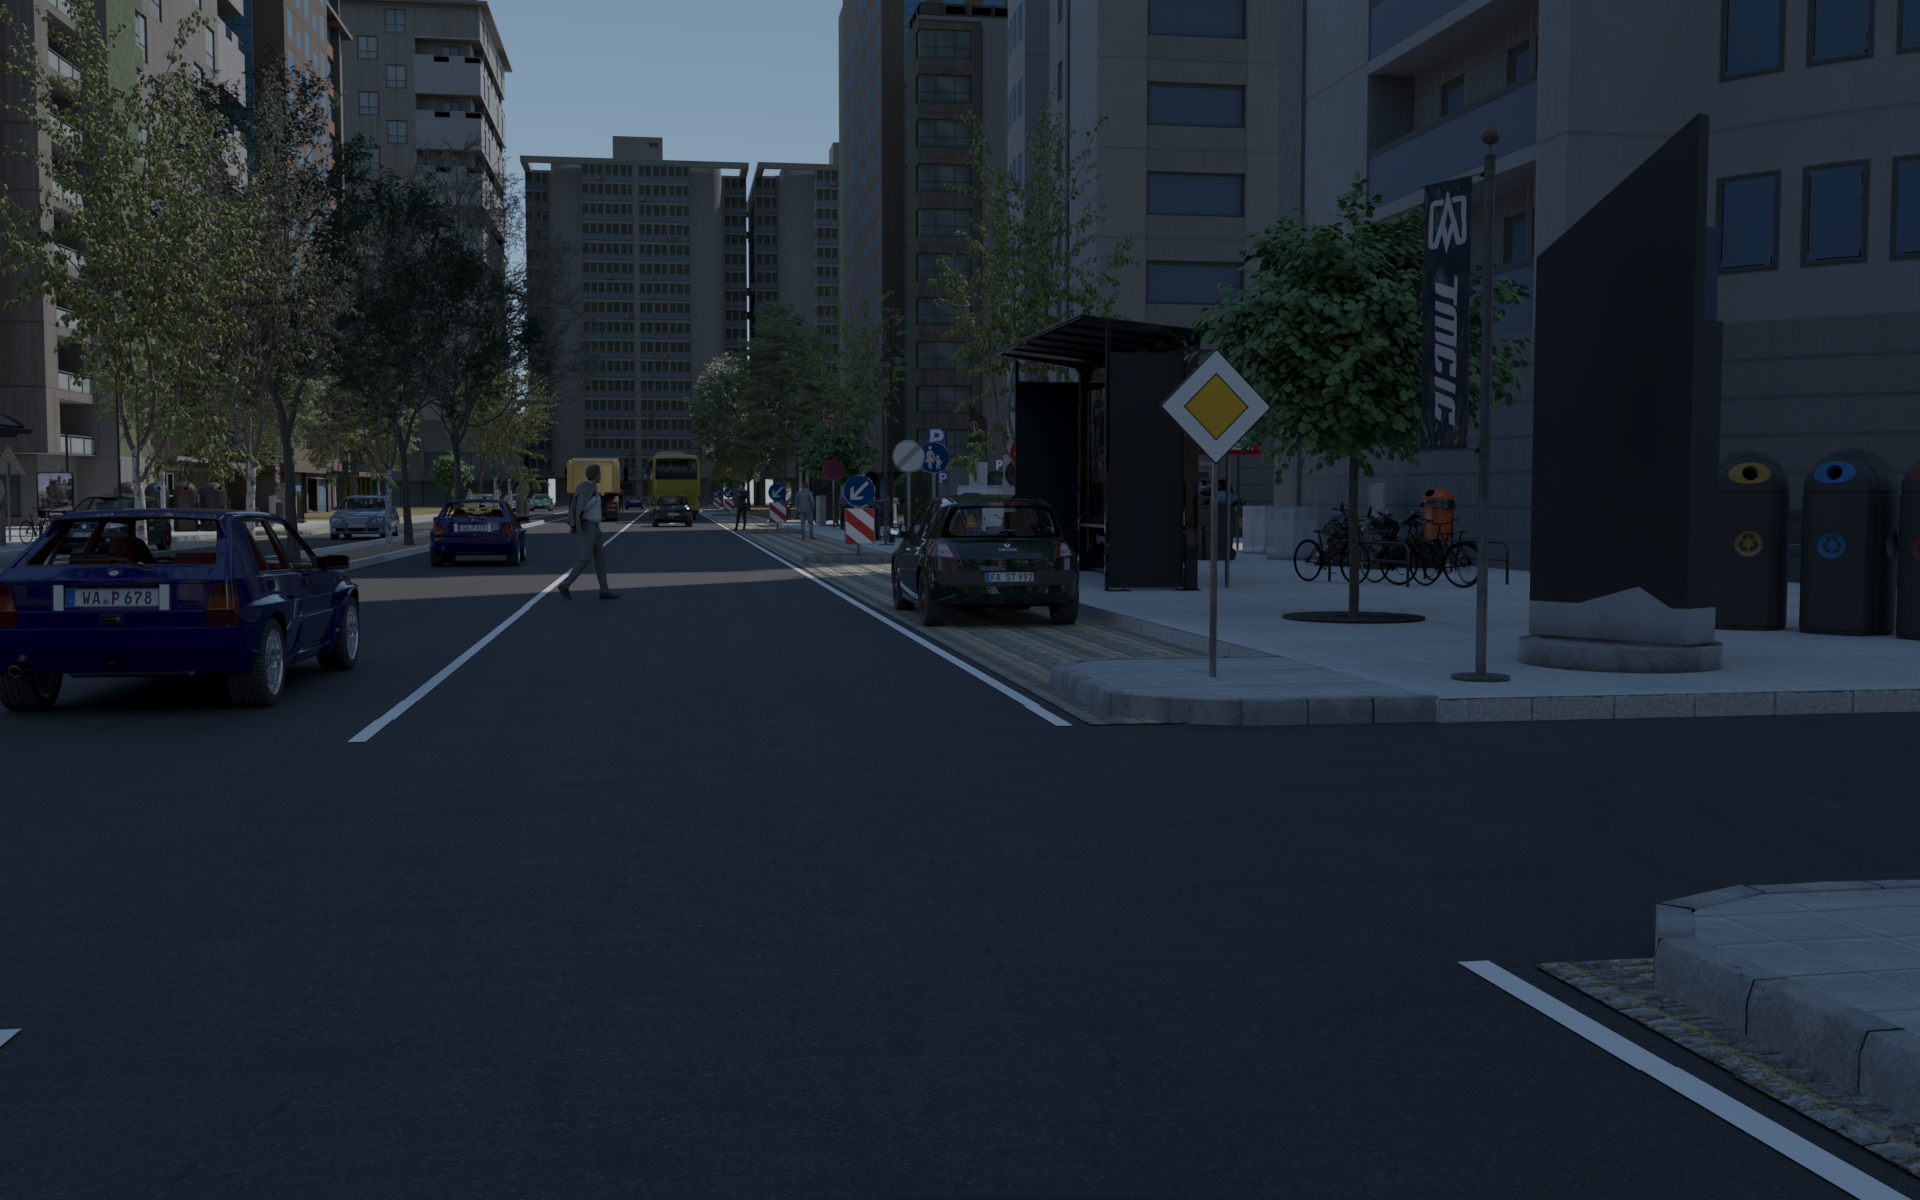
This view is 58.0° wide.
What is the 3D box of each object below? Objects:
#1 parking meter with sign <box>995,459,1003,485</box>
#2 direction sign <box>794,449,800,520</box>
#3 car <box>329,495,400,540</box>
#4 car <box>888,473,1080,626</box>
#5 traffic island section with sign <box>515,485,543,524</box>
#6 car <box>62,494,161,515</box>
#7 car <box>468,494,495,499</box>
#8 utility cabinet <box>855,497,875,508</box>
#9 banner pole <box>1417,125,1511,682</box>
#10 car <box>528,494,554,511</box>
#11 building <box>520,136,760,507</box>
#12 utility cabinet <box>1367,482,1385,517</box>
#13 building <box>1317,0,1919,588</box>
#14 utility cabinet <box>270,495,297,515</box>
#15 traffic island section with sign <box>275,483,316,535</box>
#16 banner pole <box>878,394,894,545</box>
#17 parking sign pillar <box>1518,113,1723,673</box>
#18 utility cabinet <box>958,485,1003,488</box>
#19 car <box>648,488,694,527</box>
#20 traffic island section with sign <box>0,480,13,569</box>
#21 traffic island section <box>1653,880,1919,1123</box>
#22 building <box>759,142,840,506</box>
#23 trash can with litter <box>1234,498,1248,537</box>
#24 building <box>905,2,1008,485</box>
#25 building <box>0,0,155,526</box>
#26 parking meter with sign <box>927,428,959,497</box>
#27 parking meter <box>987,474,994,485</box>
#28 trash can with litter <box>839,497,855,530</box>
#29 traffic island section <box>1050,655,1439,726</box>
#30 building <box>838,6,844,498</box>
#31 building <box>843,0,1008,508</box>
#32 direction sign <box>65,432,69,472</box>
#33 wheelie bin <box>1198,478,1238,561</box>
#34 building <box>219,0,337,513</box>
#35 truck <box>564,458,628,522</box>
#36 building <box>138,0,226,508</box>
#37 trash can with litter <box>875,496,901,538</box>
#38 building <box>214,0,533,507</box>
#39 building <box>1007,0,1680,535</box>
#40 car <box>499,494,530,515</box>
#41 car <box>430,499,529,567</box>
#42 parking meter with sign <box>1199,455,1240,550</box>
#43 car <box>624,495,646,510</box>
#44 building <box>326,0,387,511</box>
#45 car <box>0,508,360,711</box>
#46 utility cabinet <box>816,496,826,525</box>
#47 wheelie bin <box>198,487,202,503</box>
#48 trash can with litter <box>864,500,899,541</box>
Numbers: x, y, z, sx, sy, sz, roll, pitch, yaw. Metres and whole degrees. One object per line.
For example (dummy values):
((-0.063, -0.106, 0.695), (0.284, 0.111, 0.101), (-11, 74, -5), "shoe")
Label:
((2.501, -5.610, 87.991), (0.543, 3.016, 1.738), (3, 4, 37), "parking meter with sign")
((-8.159, -5.797, 86.781), (0.379, 3.537, 0.876), (-1, 4, -15), "direction sign")
((-19.225, -2.693, 56.040), (2.014, 1.417, 4.499), (-1, 4, -11), "car")
((0.214, -0.635, 20.174), (2.009, 1.686, 4.222), (-1, 4, -8), "car")
((-21.311, -4.648, 84.139), (2.006, 1.907, 1.989), (-1, 4, -10), "traffic island section with sign")
((-20.747, -1.999, 42.464), (2.009, 1.686, 4.222), (0, 4, -8), "car")
((-25.372, -4.991, 91.822), (2.015, 1.641, 3.980), (-1, 4, -10), "car")
((-4.689, -4.663, 84.911), (0.318, 1.500, 1.173), (-3, 5, -44), "utility cabinet")
((3.495, -1.349, 12.080), (0.401, 3.779, 0.863), (-2, 4, -28), "banner pole")
((-35.117, -8.156, 145.155), (2.131, 1.459, 4.920), (-1, 4, -10), "car")
((-35.345, -30.517, 190.840), (23.993, 40.220, 32.217), (-1, 4, -10), "building")
((7.994, -1.507, 33.311), (0.318, 1.500, 1.173), (1, 4, 13), "utility cabinet")
((22.649, -30.014, 32.723), (28.212, 58.520, 21.231), (-1, 4, -10), "building")
((-30.359, -4.086, 77.974), (1.020, 1.237, 0.306), (0, 4, 3), "utility cabinet")
((-23.539, -3.157, 60.250), (1.989, 1.847, 2.006), (-1, 4, -10), "traffic island section with sign")
((-1.859, -3.250, 43.149), (0.401, 3.779, 0.863), (0, 4, 0), "banner pole")
((4.980, -1.499, 12.980), (1.447, 3.967, 1.447), (-3, 4, -38), "parking sign pillar")
((0.535, -2.172, 44.195), (1.173, 1.500, 0.318), (0, 4, 1), "utility cabinet")
((-12.741, -4.082, 76.532), (2.009, 1.686, 4.222), (-1, 4, -11), "car")
((-19.043, -1.529, 33.621), (1.989, 1.847, 2.006), (-1, 4, -10), "traffic island section with sign")
((3.123, 1.100, 4.296), (2.009, 0.180, 2.903), (-1, 4, -10), "traffic island section")
((-11.596, -30.728, 194.291), (23.993, 40.220, 32.217), (-1, 4, -10), "building")
((8.023, -2.428, 51.085), (0.624, 1.170, 1.055), (-2, 4, -26), "trash can with litter")
((3.411, -20.509, 107.027), (14.160, 30.474, 14.107), (-1, 4, -10), "building")
((-42.318, -23.608, 69.583), (14.154, 41.232, 14.086), (-1, 4, -10), "building")
((-0.310, -3.076, 46.550), (0.543, 3.016, 1.738), (1, 4, 21), "parking meter with sign")
((0.762, -2.701, 49.876), (0.399, 1.863, 0.255), (2, 4, 34), "parking meter")
((-3.992, -3.102, 62.101), (0.624, 1.170, 1.055), (-1, 4, -14), "trash can with litter")
((1.793, 0.618, 12.170), (2.009, 0.180, 2.903), (-1, 4, -10), "traffic island section")
((-3.521, -28.450, 148.758), (14.154, 41.232, 14.086), (-1, 4, -10), "building")
((-1.452, -29.626, 134.491), (14.600, 45.320, 14.200), (-1, 4, -10), "building")
((-32.567, -4.356, 63.210), (0.379, 3.537, 0.876), (-2, 4, -31), "direction sign")
((4.954, -1.569, 33.563), (0.980, 1.594, 0.693), (3, 5, 43), "wheelie bin")
((-50.188, -28.401, 114.468), (14.600, 45.320, 14.200), (-1, 4, -10), "building")
((-19.478, -5.905, 92.469), (3.469, 3.379, 9.791), (-1, 4, -11), "truck")
((-54.718, -30.755, 92.076), (28.713, 52.752, 27.495), (-1, 4, -10), "building")
((-1.815, -2.401, 50.311), (2.233, 1.210, 1.678), (-1, 4, -20), "trash can with litter")
((-60.450, -36.409, 184.525), (27.495, 52.752, 28.713), (-1, 4, -10), "building")
((12.629, -32.472, 72.911), (21.231, 58.520, 28.212), (-1, 4, -10), "building")
((-31.357, -6.741, 122.010), (2.131, 1.459, 4.920), (-1, 4, -11), "car")
((-9.903, -1.416, 35.725), (1.945, 1.354, 3.894), (-1, 4, -11), "car")
((5.559, -2.656, 39.683), (1.738, 3.016, 0.543), (0, 4, -5), "parking meter with sign")
((-29.805, -8.941, 158.766), (1.945, 1.354, 3.894), (-1, 4, -9), "car")
((-61.677, -29.383, 135.030), (28.867, 44.769, 22.147), (-1, 4, -10), "building")
((-5.653, -0.019, 12.883), (1.945, 1.354, 3.894), (0, 4, -8), "car")
((-5.871, -3.791, 73.146), (0.306, 1.237, 1.020), (-1, 4, -13), "utility cabinet")
((-33.529, -4.241, 77.246), (0.980, 1.594, 0.693), (-2, 4, -29), "wheelie bin")
((-2.179, -2.213, 47.576), (1.055, 1.170, 0.624), (1, 4, 20), "trash can with litter")
